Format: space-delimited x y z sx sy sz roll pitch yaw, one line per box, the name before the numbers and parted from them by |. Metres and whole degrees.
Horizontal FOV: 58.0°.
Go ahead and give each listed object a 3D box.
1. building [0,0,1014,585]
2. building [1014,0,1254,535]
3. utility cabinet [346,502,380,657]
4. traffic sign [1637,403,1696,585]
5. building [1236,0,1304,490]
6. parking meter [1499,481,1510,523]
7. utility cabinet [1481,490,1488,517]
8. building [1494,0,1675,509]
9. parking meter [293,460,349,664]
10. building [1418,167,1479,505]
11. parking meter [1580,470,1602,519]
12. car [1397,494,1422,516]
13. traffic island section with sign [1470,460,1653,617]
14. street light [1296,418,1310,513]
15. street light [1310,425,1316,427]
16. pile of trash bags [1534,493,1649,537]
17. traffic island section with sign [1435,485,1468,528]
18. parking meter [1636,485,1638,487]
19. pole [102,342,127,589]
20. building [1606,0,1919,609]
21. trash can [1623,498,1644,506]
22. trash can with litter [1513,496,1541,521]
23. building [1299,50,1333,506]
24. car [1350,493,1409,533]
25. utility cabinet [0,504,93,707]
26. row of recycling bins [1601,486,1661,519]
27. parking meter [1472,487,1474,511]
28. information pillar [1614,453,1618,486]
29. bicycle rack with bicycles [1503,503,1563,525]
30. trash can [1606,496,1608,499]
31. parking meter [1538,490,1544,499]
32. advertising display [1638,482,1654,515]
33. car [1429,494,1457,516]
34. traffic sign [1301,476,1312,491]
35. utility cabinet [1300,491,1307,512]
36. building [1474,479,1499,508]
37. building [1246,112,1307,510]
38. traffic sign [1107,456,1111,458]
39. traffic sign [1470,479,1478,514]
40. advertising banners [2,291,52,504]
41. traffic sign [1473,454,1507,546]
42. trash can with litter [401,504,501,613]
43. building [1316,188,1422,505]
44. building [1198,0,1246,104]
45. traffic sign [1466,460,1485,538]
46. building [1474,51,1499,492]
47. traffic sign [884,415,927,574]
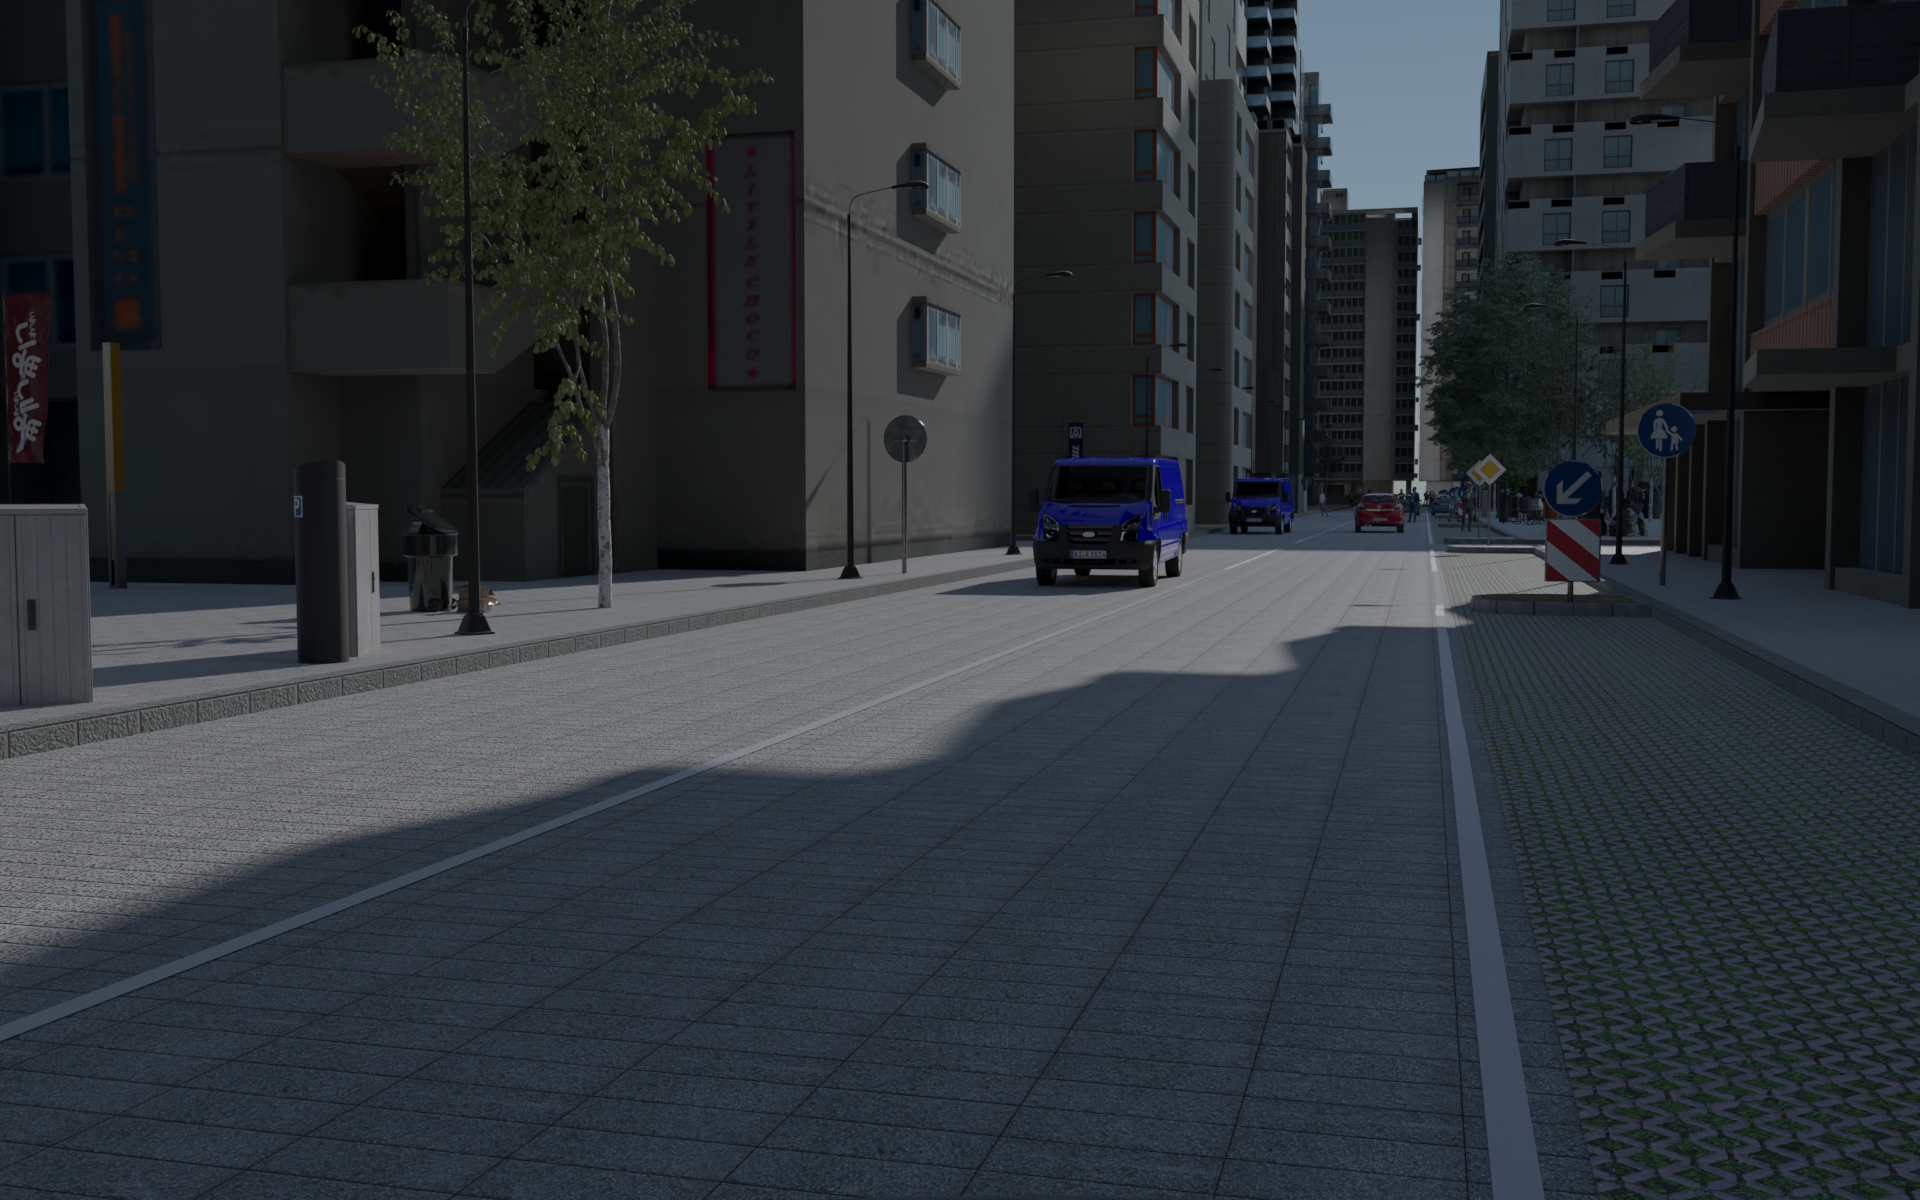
building | -11.572 -25.105 34.171 21.600 48.544 21.300 1 4 15
building | -3.406 -13.797 70.621 27.650 21.520 28.899 1 4 15
utility cabinet | -4.951 -0.179 14.090 0.306 1.237 1.020 -1 4 -9
traffic sign | 9.885 -1.479 24.290 0.768 2.556 0.104 1 4 21
building | 20.606 -51.634 156.889 22.319 86.520 31.000 1 4 15
parking meter | 24.493 -4.417 77.923 0.255 1.863 0.399 -3 4 -36
utility cabinet | 28.964 -5.323 95.702 0.318 1.500 1.173 1 4 14
building | 56.334 -33.382 135.041 28.713 52.752 27.495 1 4 15
parking meter | -4.870 -0.293 13.207 0.372 1.533 0.369 0 3 0
building | 63.018 -32.191 209.922 14.086 41.232 14.154 1 4 15
parking meter | 13.782 -1.964 37.825 0.399 1.863 0.255 -1 4 -9
car | 29.973 -6.376 116.254 2.014 1.417 4.499 1 4 16
traffic island section with sign | 7.297 -0.765 21.137 1.989 1.847 2.006 1 4 15
street light | 20.550 -8.200 106.605 1.470 5.913 1.316 1 4 15
street light | 23.299 -8.839 117.066 1.470 5.913 1.316 1 4 15
pile of trash bags | 19.546 -2.680 53.576 1.912 1.369 3.447 -3 5 -40
traffic island section with sign | 21.582 -4.024 74.418 1.989 1.847 2.006 1 4 15
parking meter | 43.941 -6.507 112.107 0.399 1.863 0.255 0 4 0
pole | -11.434 -1.809 23.426 0.158 3.312 0.155 0 3 0
building | 22.055 -22.565 23.555 22.147 44.769 28.867 1 4 15
trash can | 22.653 -2.860 58.410 0.748 1.137 0.748 0 3 0
trash can with litter | 27.862 -4.460 83.981 2.233 1.210 1.678 0 4 6
building | 25.003 -34.913 190.428 30.456 49.044 23.786 1 4 15
car | 15.835 -3.447 65.396 2.155 1.783 4.494 1 4 13
utility cabinet | -5.844 0.041 10.489 1.020 1.237 0.306 -2 4 -30
row of recycling bins | 34.727 -5.101 90.506 3.534 1.692 1.069 2 4 25
parking meter | 35.656 -7.045 120.901 0.399 1.863 0.255 -1 4 -14
information pillar | 37.415 -6.558 98.573 0.183 3.616 0.504 -2 4 -28
bicycle rack with bicycles | 24.311 -3.628 72.693 2.925 0.926 2.852 -1 4 -15
trash can | 40.258 -5.839 107.115 0.748 1.137 0.748 0 3 0
parking meter | 36.696 -6.177 109.403 0.372 1.533 0.369 0 3 0
advertising display | 36.548 -5.328 92.334 0.123 1.923 0.974 -2 4 -27
car | 32.296 -6.322 115.372 2.014 1.417 4.499 1 4 14
traffic sign | 24.495 -7.493 122.613 0.768 2.556 0.104 1 4 22
utility cabinet | 24.057 -6.894 121.398 0.318 1.500 1.173 1 4 20
building | 58.824 -44.090 159.131 20.563 71.187 20.611 1 4 15
building | 19.280 -22.217 134.956 14.160 30.474 14.107 1 4 15
traffic sign | 3.886 -2.551 45.356 0.795 2.450 0.064 1 4 15
traffic sign | 33.594 -6.885 112.679 0.768 2.556 0.104 1 4 19
advertising banners | -8.804 -1.167 15.274 2.074 3.025 0.090 1 4 17
traffic sign | 13.101 -2.399 42.874 0.795 2.450 0.064 1 4 15
trash can with litter | -5.568 -0.466 18.999 1.055 1.170 0.624 1 4 10
building | 46.867 -32.498 223.224 23.993 40.220 32.217 1 4 15
building | 3.629 -31.880 110.473 28.713 52.752 27.495 1 4 15
traffic sign | 15.169 -2.871 50.588 0.795 2.450 0.064 1 4 15
building | 65.146 -34.021 179.940 21.300 48.544 21.600 1 4 15
traffic sign | -0.898 -1.701 27.910 0.768 2.556 0.104 1 4 23
